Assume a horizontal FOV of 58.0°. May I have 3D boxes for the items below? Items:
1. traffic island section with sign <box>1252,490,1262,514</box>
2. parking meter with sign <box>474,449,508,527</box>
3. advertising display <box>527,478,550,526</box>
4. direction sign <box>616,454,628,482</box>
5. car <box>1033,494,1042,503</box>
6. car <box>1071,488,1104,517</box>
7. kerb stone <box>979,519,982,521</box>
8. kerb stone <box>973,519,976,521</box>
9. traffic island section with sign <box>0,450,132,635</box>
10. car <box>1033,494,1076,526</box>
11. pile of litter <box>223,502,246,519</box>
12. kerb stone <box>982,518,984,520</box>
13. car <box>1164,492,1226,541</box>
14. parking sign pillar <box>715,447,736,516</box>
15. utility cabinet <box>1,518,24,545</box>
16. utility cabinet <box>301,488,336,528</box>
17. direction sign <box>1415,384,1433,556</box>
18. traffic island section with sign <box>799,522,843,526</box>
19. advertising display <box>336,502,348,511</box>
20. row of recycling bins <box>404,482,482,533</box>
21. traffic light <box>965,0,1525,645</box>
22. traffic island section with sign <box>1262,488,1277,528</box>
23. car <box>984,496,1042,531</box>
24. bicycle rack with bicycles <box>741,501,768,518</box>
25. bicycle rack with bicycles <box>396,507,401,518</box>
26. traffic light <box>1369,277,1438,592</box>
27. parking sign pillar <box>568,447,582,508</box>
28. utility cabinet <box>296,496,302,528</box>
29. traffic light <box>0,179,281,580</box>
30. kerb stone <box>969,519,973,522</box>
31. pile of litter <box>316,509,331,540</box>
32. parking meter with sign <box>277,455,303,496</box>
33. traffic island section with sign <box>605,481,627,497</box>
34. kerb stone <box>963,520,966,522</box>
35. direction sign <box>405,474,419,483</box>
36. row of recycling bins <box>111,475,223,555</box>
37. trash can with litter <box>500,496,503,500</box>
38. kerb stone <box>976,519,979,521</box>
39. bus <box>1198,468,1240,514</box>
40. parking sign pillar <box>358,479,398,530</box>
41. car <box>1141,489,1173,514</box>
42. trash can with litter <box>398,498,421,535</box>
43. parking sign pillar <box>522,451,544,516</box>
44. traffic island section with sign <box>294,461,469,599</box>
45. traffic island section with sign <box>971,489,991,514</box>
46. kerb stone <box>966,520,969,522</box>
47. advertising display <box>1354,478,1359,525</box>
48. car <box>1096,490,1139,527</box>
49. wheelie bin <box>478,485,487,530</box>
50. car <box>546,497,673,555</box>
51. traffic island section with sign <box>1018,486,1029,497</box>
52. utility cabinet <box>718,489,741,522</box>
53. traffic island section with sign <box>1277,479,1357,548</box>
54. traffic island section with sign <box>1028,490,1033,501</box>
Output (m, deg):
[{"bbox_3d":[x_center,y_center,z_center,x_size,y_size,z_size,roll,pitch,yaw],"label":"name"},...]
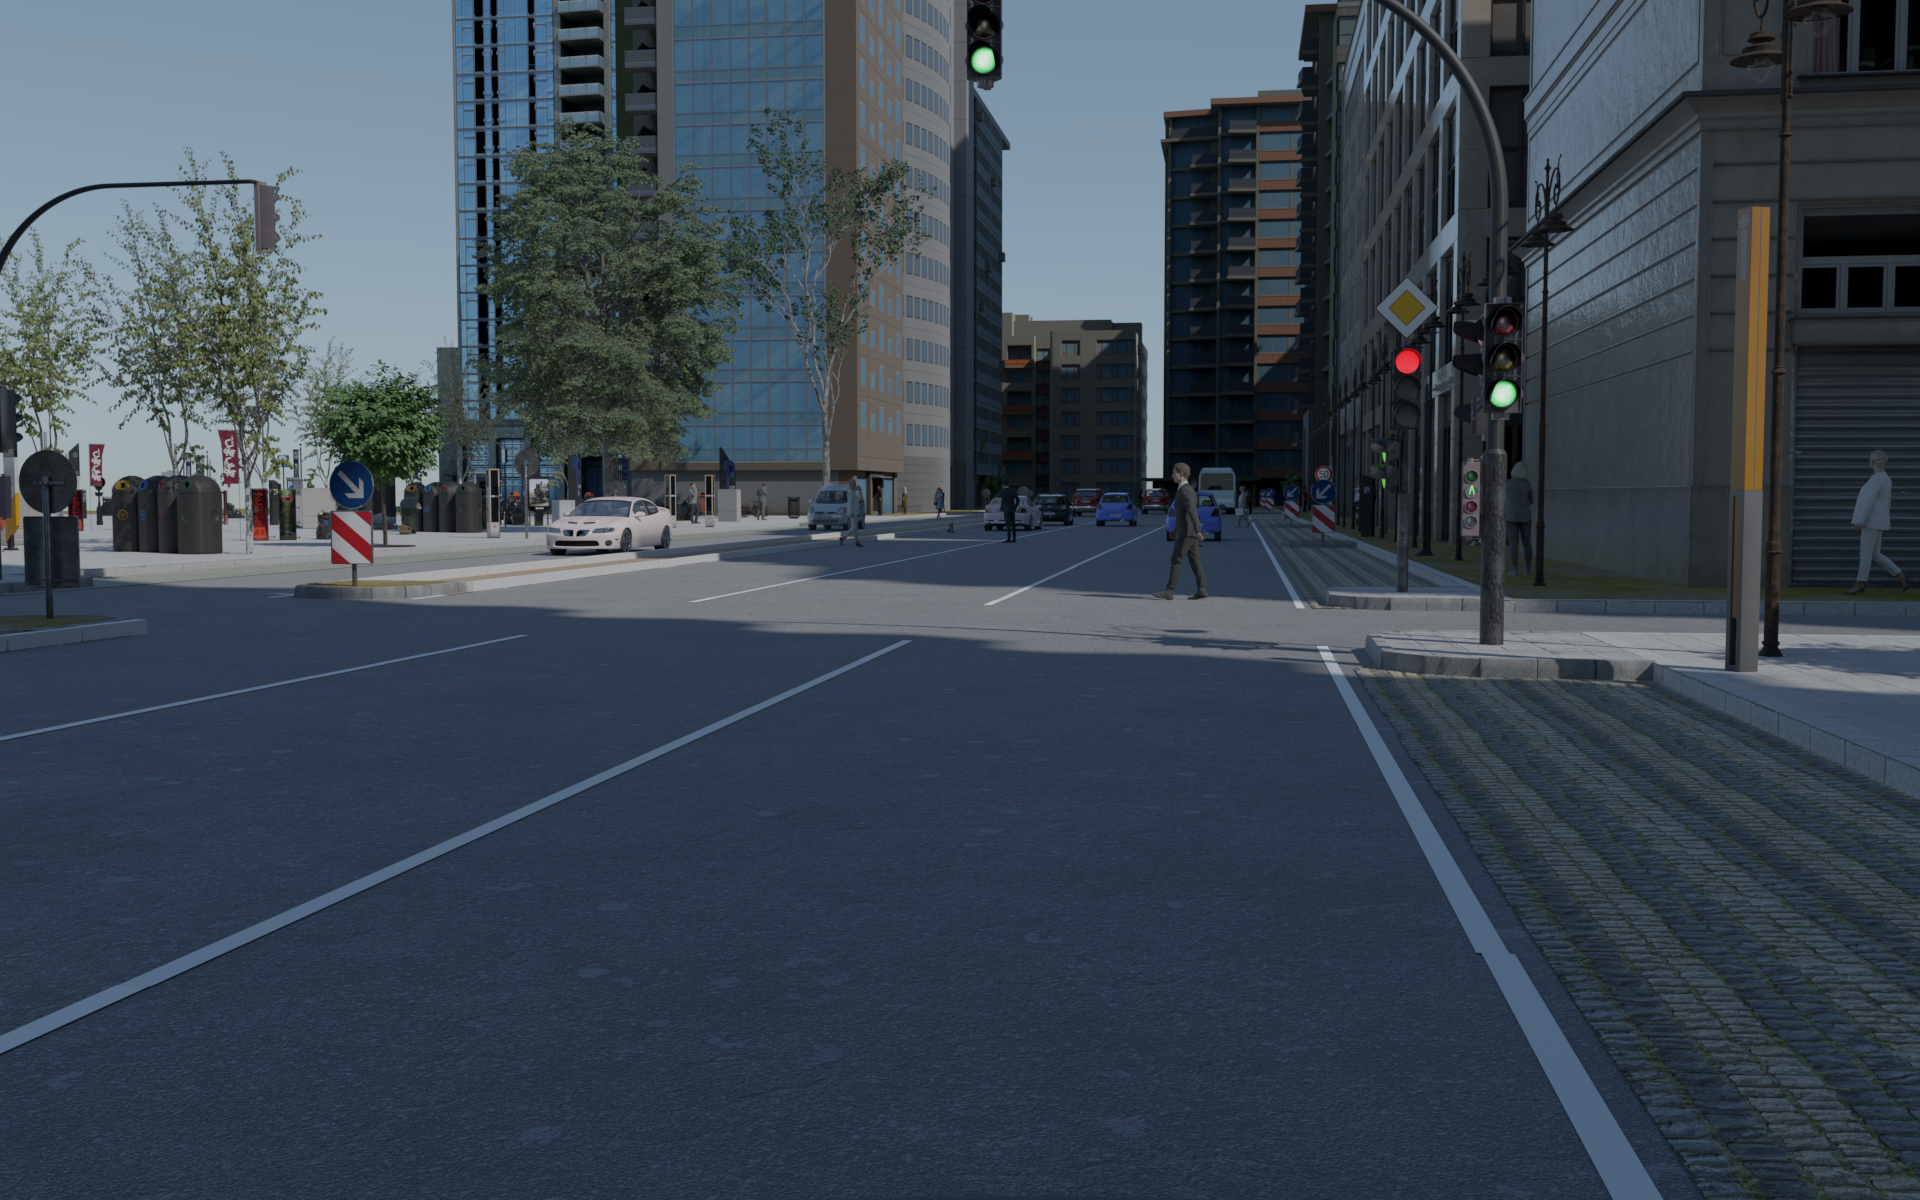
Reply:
[{"bbox_3d":[21.886,-7.006,123.176,1.989,1.847,2.006,1,4,9],"label":"traffic island section with sign"},{"bbox_3d":[-18.369,-4.313,66.783,1.738,3.016,0.543,-2,4,-28],"label":"parking meter with sign"},{"bbox_3d":[-16.919,-3.933,69.525,0.123,1.923,0.974,3,5,42],"label":"advertising display"},{"bbox_3d":[-19.407,-6.544,98.989,0.876,3.537,0.379,0,4,8],"label":"direction sign"},{"bbox_3d":[7.143,-8.353,145.364,1.959,1.807,4.718,1,4,9],"label":"car"},{"bbox_3d":[8.349,-6.287,111.462,2.281,1.827,5.304,1,4,10],"label":"car"},{"bbox_3d":[0.854,-4.078,88.877,0.120,0.150,1.000,1,4,9],"label":"kerb stone"},{"bbox_3d":[0.533,-3.952,86.847,0.120,0.150,1.000,1,4,9],"label":"kerb stone"},{"bbox_3d":[-9.497,-0.560,17.287,2.006,1.907,1.989,1,4,9],"label":"traffic island section with sign"},{"bbox_3d":[4.265,-4.265,79.523,2.009,1.686,4.222,0,4,8],"label":"car"},{"bbox_3d":[-38.470,-4.727,91.247,1.719,0.858,1.176,0,4,-4],"label":"pile of litter"},{"bbox_3d":[1.020,-4.137,89.889,0.120,0.150,1.000,1,4,9],"label":"kerb stone"},{"bbox_3d":[7.300,-2.710,53.903,1.945,1.707,3.694,1,4,8],"label":"car"},{"bbox_3d":[-13.404,-6.818,99.946,1.447,3.967,1.447,1,4,19],"label":"parking sign pillar"},{"bbox_3d":[-23.520,-2.128,43.465,0.318,1.500,1.173,1,4,23],"label":"utility cabinet"},{"bbox_3d":[-23.678,-3.382,63.976,1.173,1.500,0.318,-2,4,-24],"label":"utility cabinet"},{"bbox_3d":[9.679,-2.692,36.008,0.379,3.537,0.876,1,4,12],"label":"direction sign"},{"bbox_3d":[-5.958,-4.189,77.126,1.989,1.847,2.006,1,4,9],"label":"traffic island section with sign"},{"bbox_3d":[-35.332,-5.725,98.810,0.974,1.923,0.123,1,4,16],"label":"advertising display"},{"bbox_3d":[-17.367,-3.123,58.178,3.534,1.692,1.069,2,4,35],"label":"row of recycling bins"},{"bbox_3d":[2.437,-2.460,14.889,4.771,5.953,1.251,1,4,9],"label":"traffic light"},{"bbox_3d":[13.961,-3.974,73.603,1.989,1.847,2.006,1,4,9],"label":"traffic island section with sign"},{"bbox_3d":[2.126,-3.449,68.759,2.083,1.381,4.827,1,4,10],"label":"car"},{"bbox_3d":[-11.764,-5.042,95.822,2.852,0.926,2.925,3,5,44],"label":"bicycle rack with bicycles"},{"bbox_3d":[-29.924,-4.816,92.120,2.852,0.926,2.925,1,4,12],"label":"bicycle rack with bicycles"},{"bbox_3d":[5.776,-2.059,22.586,0.839,4.253,0.868,1,4,9],"label":"traffic light"},{"bbox_3d":[-19.934,-6.184,89.586,1.447,3.967,1.447,0,3,0],"label":"parking sign pillar"},{"bbox_3d":[-24.866,-3.313,65.323,0.306,1.237,1.020,3,5,40],"label":"utility cabinet"},{"bbox_3d":[-12.353,-3.108,25.491,4.771,5.953,1.251,1,4,9],"label":"traffic light"},{"bbox_3d":[0.382,-3.890,85.836,0.120,0.150,1.000,1,4,9],"label":"kerb stone"},{"bbox_3d":[-17.802,-2.160,49.287,1.176,0.858,1.719,0,4,-5],"label":"pile of litter"},{"bbox_3d":[-30.040,-5.017,78.293,0.543,3.016,1.738,1,4,15],"label":"parking meter with sign"},{"bbox_3d":[-10.197,-2.561,50.505,1.989,1.847,2.006,1,4,9],"label":"traffic island section with sign"},{"bbox_3d":[0.054,-3.769,83.818,0.120,0.150,1.000,1,4,9],"label":"kerb stone"},{"bbox_3d":[-28.118,-5.917,88.735,0.379,3.537,0.876,3,4,39],"label":"direction sign"},{"bbox_3d":[-17.353,-1.884,37.912,3.534,1.692,1.069,3,4,36],"label":"row of recycling bins"},{"bbox_3d":[-23.925,-4.739,88.873,1.055,1.170,0.624,-3,5,-44],"label":"trash can with litter"},{"bbox_3d":[0.696,-4.017,87.866,0.120,0.150,1.000,1,4,9],"label":"kerb stone"},{"bbox_3d":[19.120,-8.138,127.914,2.948,3.499,13.247,1,4,10],"label":"bus"},{"bbox_3d":[-21.253,-4.562,63.059,1.447,3.967,1.447,1,4,12],"label":"parking sign pillar"},{"bbox_3d":[14.166,-7.095,124.669,2.281,1.827,5.304,1,4,9],"label":"car"},{"bbox_3d":[-17.502,-2.670,55.040,0.624,1.170,1.055,-1,4,-9],"label":"trash can with litter"},{"bbox_3d":[-24.999,-6.881,100.981,1.447,3.967,1.447,1,4,19],"label":"parking sign pillar"},{"bbox_3d":[-8.319,-1.007,24.600,2.006,1.907,1.989,1,4,9],"label":"traffic island section with sign"},{"bbox_3d":[1.909,-7.201,126.365,1.989,1.847,2.006,1,4,9],"label":"traffic island section with sign"},{"bbox_3d":[0.206,-3.829,84.829,0.120,0.150,1.000,1,4,9],"label":"kerb stone"},{"bbox_3d":[16.294,-4.003,70.665,0.123,1.923,0.974,-1,4,-13],"label":"advertising display"},{"bbox_3d":[7.048,-4.165,77.694,1.945,1.707,3.694,1,4,9],"label":"car"},{"bbox_3d":[-17.211,-3.304,61.929,0.980,1.594,0.693,-2,4,-31],"label":"wheelie bin"},{"bbox_3d":[-8.464,-1.822,42.149,2.083,1.381,4.827,1,4,10],"label":"car"},{"bbox_3d":[3.524,-5.545,98.803,2.006,1.907,1.989,1,4,9],"label":"traffic island section with sign"},{"bbox_3d":[-10.594,-4.340,79.634,1.173,1.500,0.318,2,4,35],"label":"utility cabinet"},{"bbox_3d":[9.708,-2.346,46.984,1.989,1.847,2.006,1,4,9],"label":"traffic island section with sign"},{"bbox_3d":[6.156,-8.829,152.985,1.989,1.847,2.006,1,4,9],"label":"traffic island section with sign"}]
